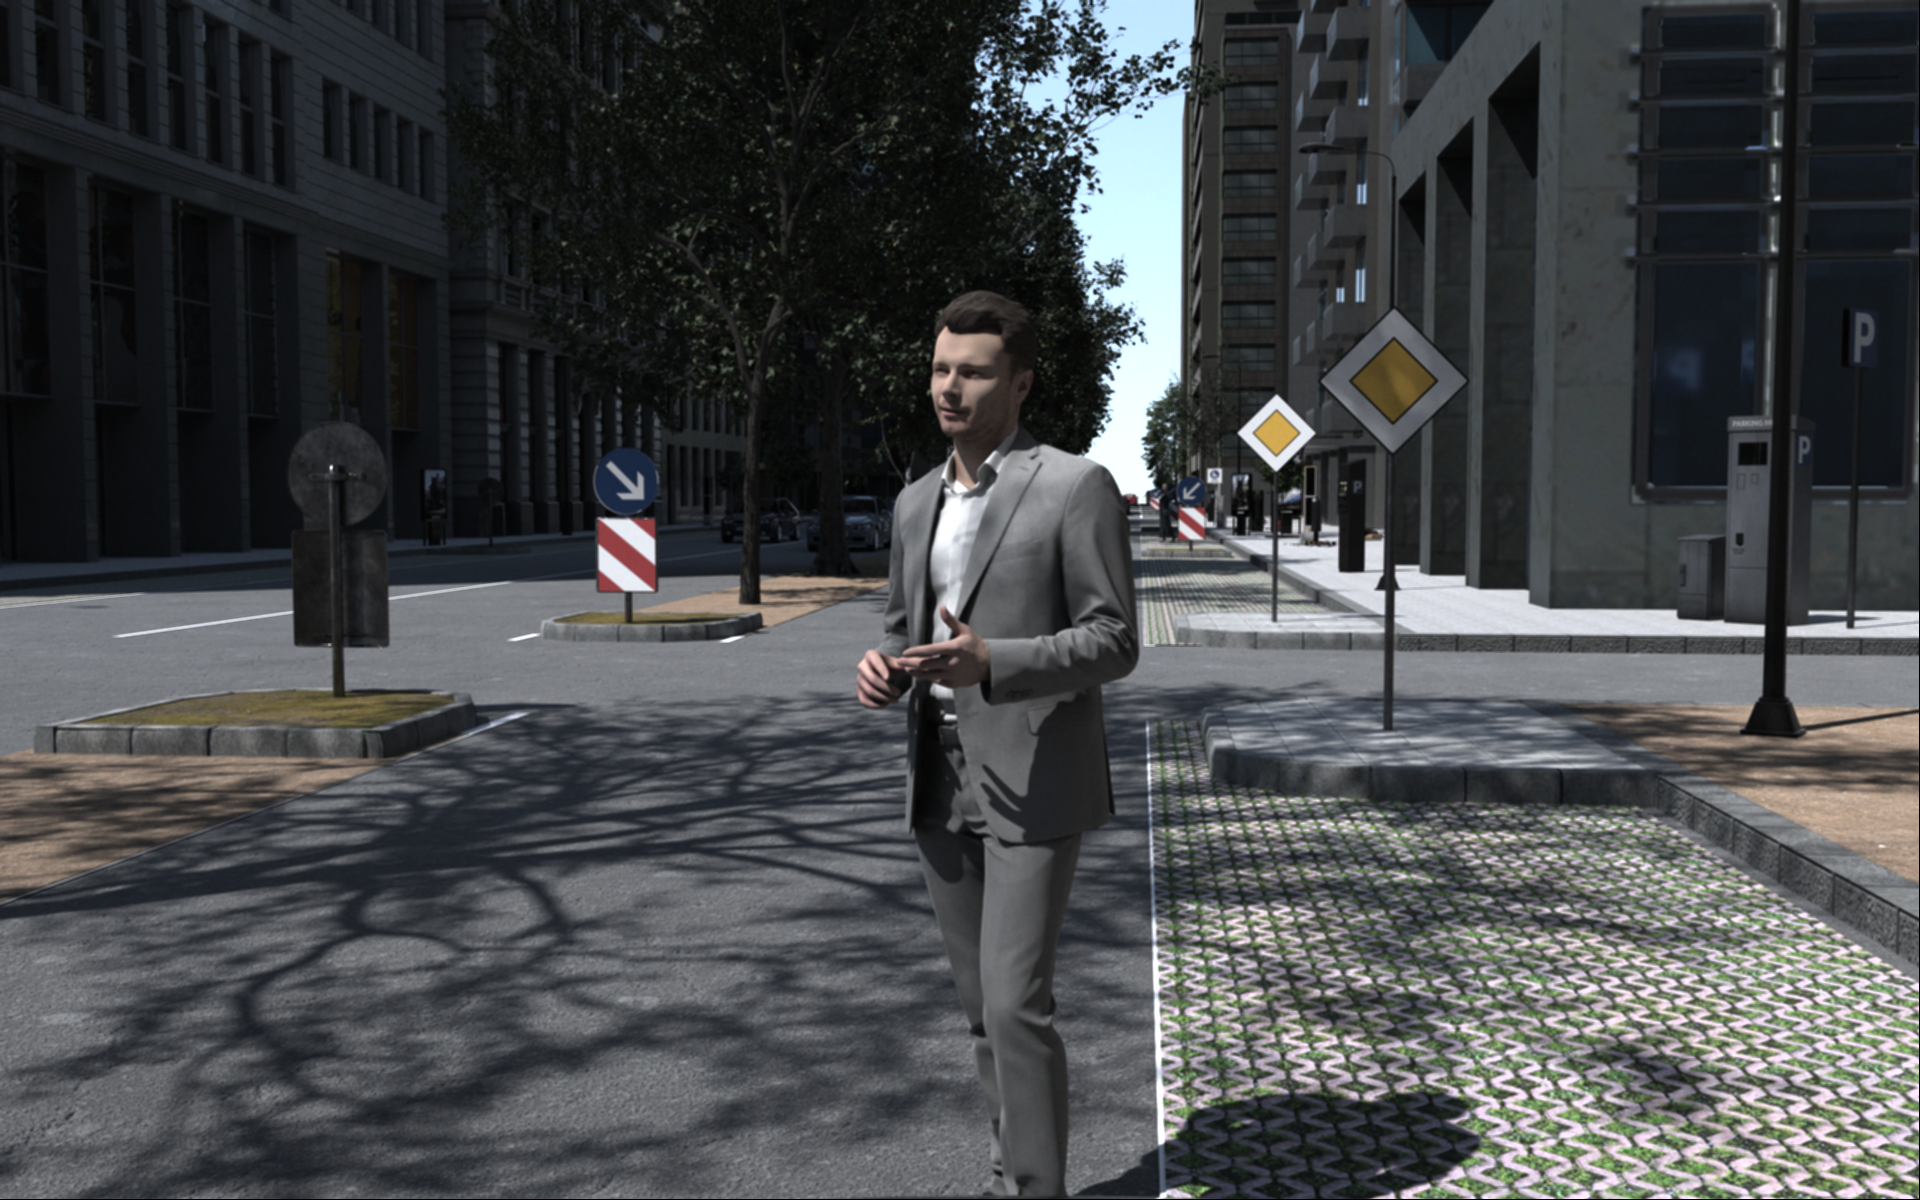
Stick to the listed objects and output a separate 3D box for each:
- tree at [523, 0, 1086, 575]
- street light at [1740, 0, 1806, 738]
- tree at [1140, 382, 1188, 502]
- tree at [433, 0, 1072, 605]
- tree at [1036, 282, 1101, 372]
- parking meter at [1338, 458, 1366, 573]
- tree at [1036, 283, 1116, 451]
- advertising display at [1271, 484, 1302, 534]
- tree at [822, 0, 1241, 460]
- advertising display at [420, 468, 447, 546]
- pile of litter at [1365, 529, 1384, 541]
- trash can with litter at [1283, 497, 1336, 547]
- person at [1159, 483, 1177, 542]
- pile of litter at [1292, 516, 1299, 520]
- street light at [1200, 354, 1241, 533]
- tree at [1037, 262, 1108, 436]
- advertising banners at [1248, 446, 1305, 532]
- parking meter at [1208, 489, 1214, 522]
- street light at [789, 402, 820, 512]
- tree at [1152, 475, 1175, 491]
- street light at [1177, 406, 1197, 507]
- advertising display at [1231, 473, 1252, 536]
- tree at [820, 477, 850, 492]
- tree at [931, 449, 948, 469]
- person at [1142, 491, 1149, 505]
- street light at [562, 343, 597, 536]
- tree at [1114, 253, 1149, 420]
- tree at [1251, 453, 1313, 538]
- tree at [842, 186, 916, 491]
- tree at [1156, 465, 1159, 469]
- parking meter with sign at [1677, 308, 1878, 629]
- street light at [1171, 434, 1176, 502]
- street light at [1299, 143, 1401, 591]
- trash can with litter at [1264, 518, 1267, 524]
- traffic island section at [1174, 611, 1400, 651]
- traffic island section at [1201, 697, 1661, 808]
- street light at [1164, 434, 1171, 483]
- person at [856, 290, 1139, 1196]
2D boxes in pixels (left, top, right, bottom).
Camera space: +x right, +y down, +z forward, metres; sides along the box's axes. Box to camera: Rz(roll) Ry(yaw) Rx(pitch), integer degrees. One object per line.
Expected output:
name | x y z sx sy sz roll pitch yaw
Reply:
tree | -2.276 -6.783 30.373 9.611 12.733 9.660 0 3 0
street light | 3.819 -2.240 9.165 1.470 5.913 1.316 0 4 6
tree | 21.635 -15.732 175.338 7.486 12.596 7.792 0 3 0
tree | -2.778 -5.192 21.753 8.767 10.594 7.601 0 4 6
tree | 2.322 -8.693 70.343 9.928 11.665 9.643 0 3 0
parking meter | 6.417 -1.386 28.375 0.399 1.863 0.255 -2 4 -25
tree | 3.747 -10.955 88.226 9.857 13.997 8.962 0 3 0
advertising display | 10.482 -3.081 55.582 0.974 1.923 0.123 1 4 14
tree | 0.937 -11.588 47.818 12.611 20.169 13.585 0 3 0
advertising display | -13.092 -2.317 43.096 0.123 1.923 0.974 1 4 17
pile of litter | 11.286 -2.097 48.245 1.176 0.858 1.719 3 5 40
trash can with litter | 8.774 -1.951 42.964 1.678 1.210 2.233 0 4 5
person | 6.145 -2.610 51.594 0.534 1.772 0.576 -3 4 -36
pile of litter | 16.417 -4.503 87.585 1.719 0.858 1.176 1 4 16
street light | 8.745 -5.205 57.642 1.470 5.913 1.316 0 4 6
tree | 2.879 -9.723 79.557 7.486 12.596 7.792 0 3 0
advertising banners | 10.811 -3.844 59.043 2.074 3.025 0.090 -1 4 -14
parking meter | 11.663 -4.392 80.225 0.372 1.533 0.369 0 3 0
street light | -8.083 -7.047 87.758 1.470 5.913 1.316 0 4 6
tree | 29.010 -16.076 246.554 4.285 4.588 4.351 0 3 0
street light | 12.348 -7.299 91.873 1.470 5.913 1.316 0 4 6
advertising display | 8.665 -2.940 53.291 0.123 1.923 0.974 -2 4 -24
tree | -7.269 -6.662 103.528 1.663 3.219 1.824 0 3 0
tree | -1.185 -13.280 167.490 4.360 8.622 3.978 0 3 0
person | 21.937 -11.868 202.482 1.348 1.831 0.705 3 5 42
street light | -11.660 -4.953 53.525 1.470 5.913 1.316 0 4 6
tree | 1.731 -8.607 60.196 9.611 12.733 9.660 0 3 0
tree | 9.650 -3.457 51.119 1.663 3.219 1.824 0 3 0
tree | -1.226 -5.307 39.589 4.737 8.622 4.395 0 3 0
tree | 28.294 -17.608 238.246 4.360 8.622 3.978 0 3 0
parking meter with sign | 7.993 -1.274 17.091 0.543 3.016 1.738 -3 4 -38
street light | 12.916 -7.706 98.542 1.470 5.913 1.316 0 4 6
street light | 5.182 -3.088 23.038 1.470 5.913 1.316 0 4 6
trash can with litter | 12.692 -3.826 73.944 0.624 1.170 1.055 -2 4 -32
traffic island section | 3.176 0.299 17.386 2.009 0.180 2.903 0 4 6
traffic island section | 2.352 0.785 9.443 2.009 0.180 2.903 0 4 6
street light | 16.663 -9.841 133.433 1.470 5.913 1.316 0 4 6
person | 0.005 0.340 3.149 0.606 1.804 0.583 3 5 39
